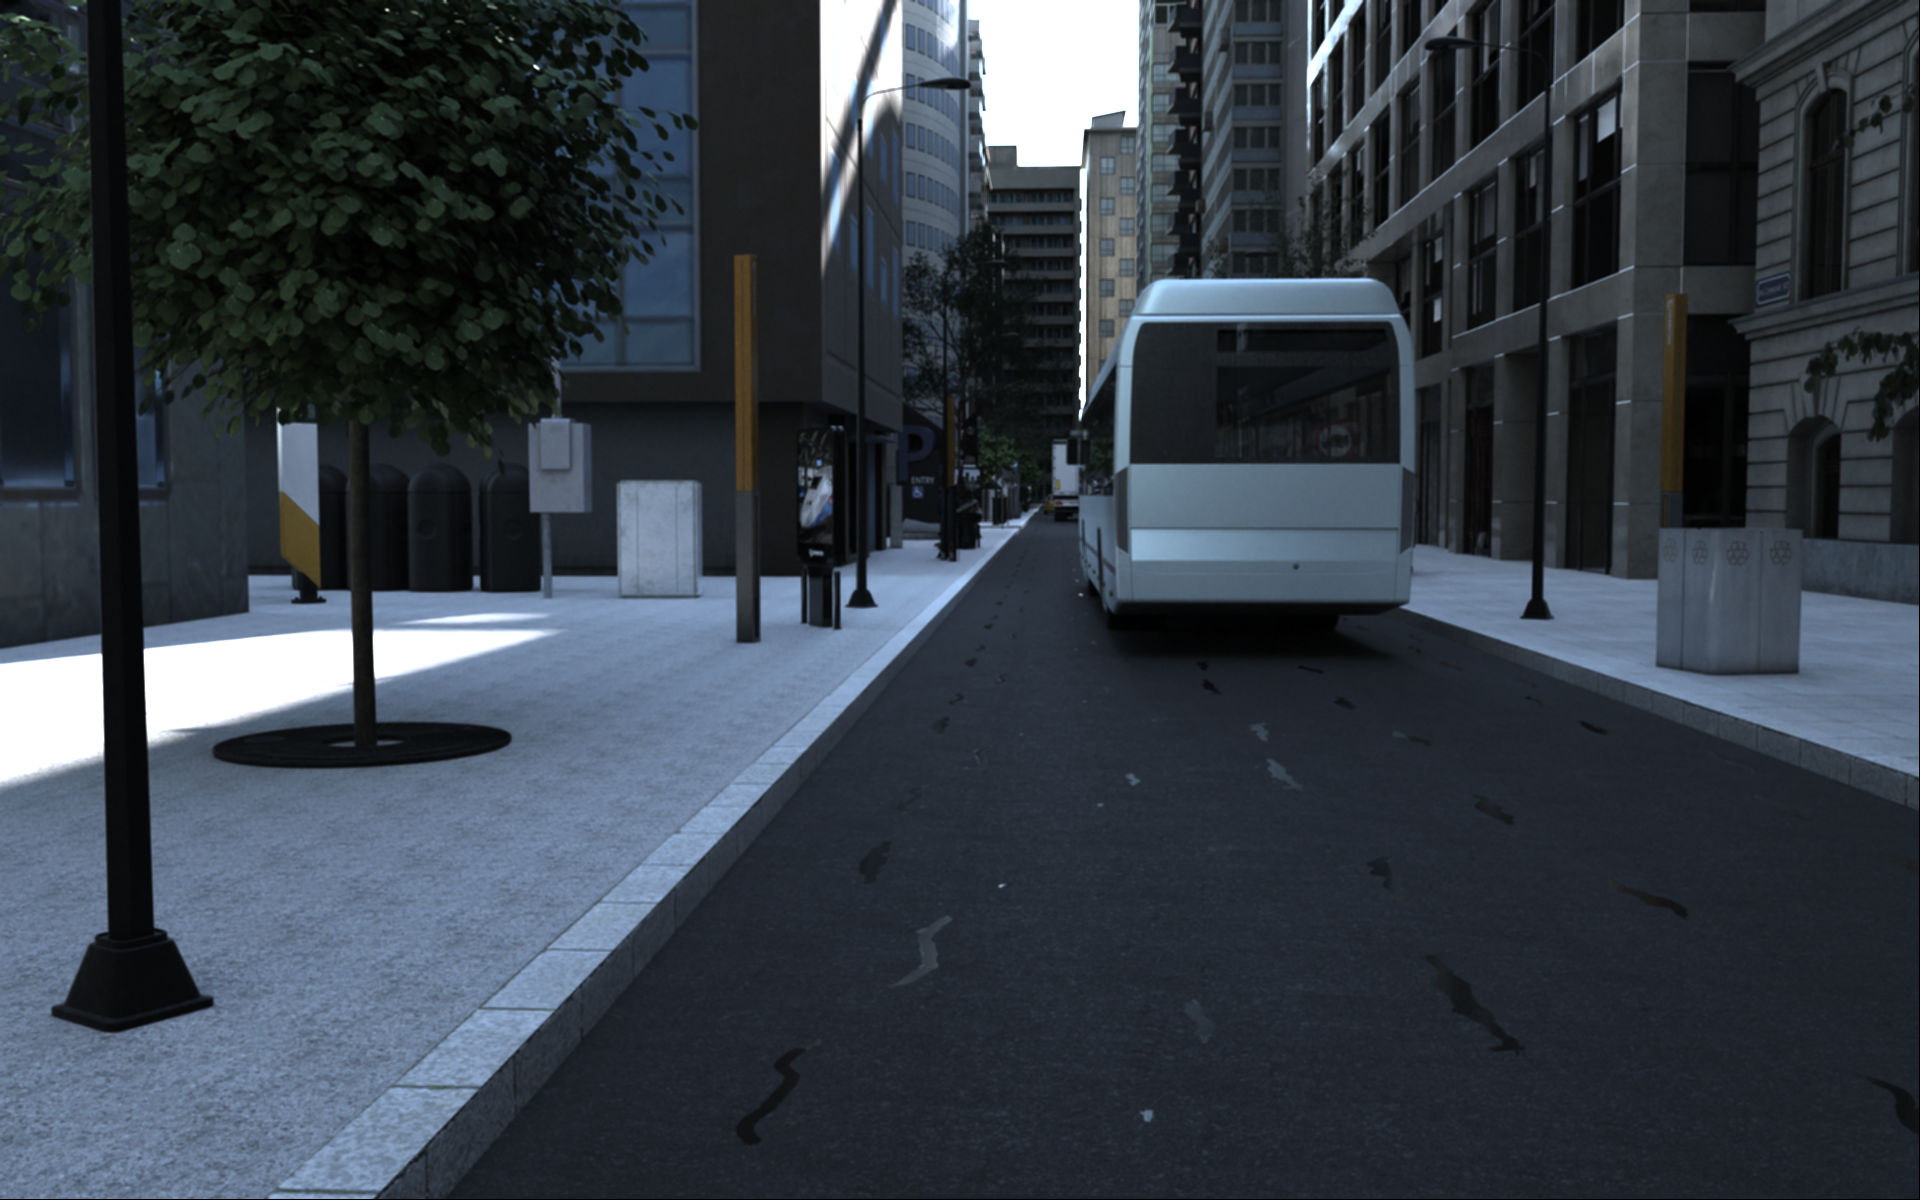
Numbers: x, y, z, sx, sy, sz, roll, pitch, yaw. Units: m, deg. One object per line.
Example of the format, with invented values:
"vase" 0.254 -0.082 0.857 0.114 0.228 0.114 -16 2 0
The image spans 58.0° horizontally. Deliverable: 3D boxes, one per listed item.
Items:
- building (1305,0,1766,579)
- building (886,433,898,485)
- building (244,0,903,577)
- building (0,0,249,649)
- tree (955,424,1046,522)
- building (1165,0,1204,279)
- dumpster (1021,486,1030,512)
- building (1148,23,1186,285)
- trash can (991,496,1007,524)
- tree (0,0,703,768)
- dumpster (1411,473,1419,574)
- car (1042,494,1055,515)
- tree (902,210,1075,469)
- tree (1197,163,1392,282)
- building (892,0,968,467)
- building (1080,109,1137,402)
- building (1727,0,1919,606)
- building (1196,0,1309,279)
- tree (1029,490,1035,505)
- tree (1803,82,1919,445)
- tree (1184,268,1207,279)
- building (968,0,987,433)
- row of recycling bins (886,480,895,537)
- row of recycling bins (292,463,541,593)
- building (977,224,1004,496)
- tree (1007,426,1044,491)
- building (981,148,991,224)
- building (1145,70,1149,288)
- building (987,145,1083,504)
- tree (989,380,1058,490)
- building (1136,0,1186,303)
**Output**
"building" 20.526 -14.506 41.683 19.350 26.468 34.151 0 4 3
"building" -11.698 -39.422 82.798 20.563 71.187 20.611 0 4 3
"building" -8.607 -23.390 32.540 14.600 45.320 14.200 0 4 3
"building" -17.683 -42.111 1.180 22.319 86.520 31.000 0 4 3
"tree" 1.115 -5.891 80.030 4.285 4.588 4.351 0 3 0
"building" 26.235 -28.710 124.028 22.147 44.769 28.867 0 4 3
"dumpster" 4.150 -7.279 121.497 1.502 2.255 1.985 0 4 3
"building" 23.691 -28.793 154.352 14.154 41.232 14.086 0 4 3
"trash can" 1.689 -3.814 74.017 0.748 1.137 0.748 0 3 0
"tree" -2.936 -1.527 8.674 4.285 4.588 4.351 0 3 0
"dumpster" 6.646 -1.360 27.993 1.264 1.857 1.865 0 4 3
"car" 6.813 -6.884 122.769 2.015 1.641 3.980 0 4 2
"tree" 0.218 -7.472 56.573 7.601 10.594 8.767 0 4 -7
"tree" 7.379 -5.355 37.911 4.360 8.622 3.978 0 3 0
"building" -10.601 -35.142 116.574 21.231 58.520 28.212 0 4 3
"building" 30.899 -40.126 245.301 27.495 52.752 28.713 0 4 3
"building" 15.542 -11.504 7.182 14.460 24.649 34.723 0 4 3
"building" 24.990 -24.313 89.398 23.993 40.220 32.217 0 4 3
"tree" 8.194 -12.917 205.793 1.663 3.219 1.824 0 3 0
"tree" 5.372 -3.487 7.370 4.360 8.622 3.978 0 3 0
"tree" 8.070 -6.461 55.993 4.737 8.622 4.395 0 3 0
"building" -8.870 -33.155 161.697 23.786 49.044 30.456 0 4 3
"row of recycling bins" -3.507 -2.762 52.276 3.534 1.692 1.069 1 4 22
"row of recycling bins" -7.284 -0.979 23.113 3.534 1.692 1.069 1 4 10
"building" -2.560 -25.240 184.378 14.160 30.474 14.107 0 4 3
"tree" 5.810 -12.811 159.827 4.737 8.622 4.395 0 3 0
"building" -9.284 -33.864 208.306 28.867 44.769 22.147 0 4 3
"building" 25.371 -31.715 168.658 14.600 45.320 14.200 0 4 3
"building" 6.187 -37.878 243.005 21.600 48.544 21.300 0 4 3
"tree" 3.846 -9.873 111.791 4.360 8.622 3.978 0 3 0
"building" 29.568 -46.971 206.233 20.563 71.187 20.611 0 4 3
